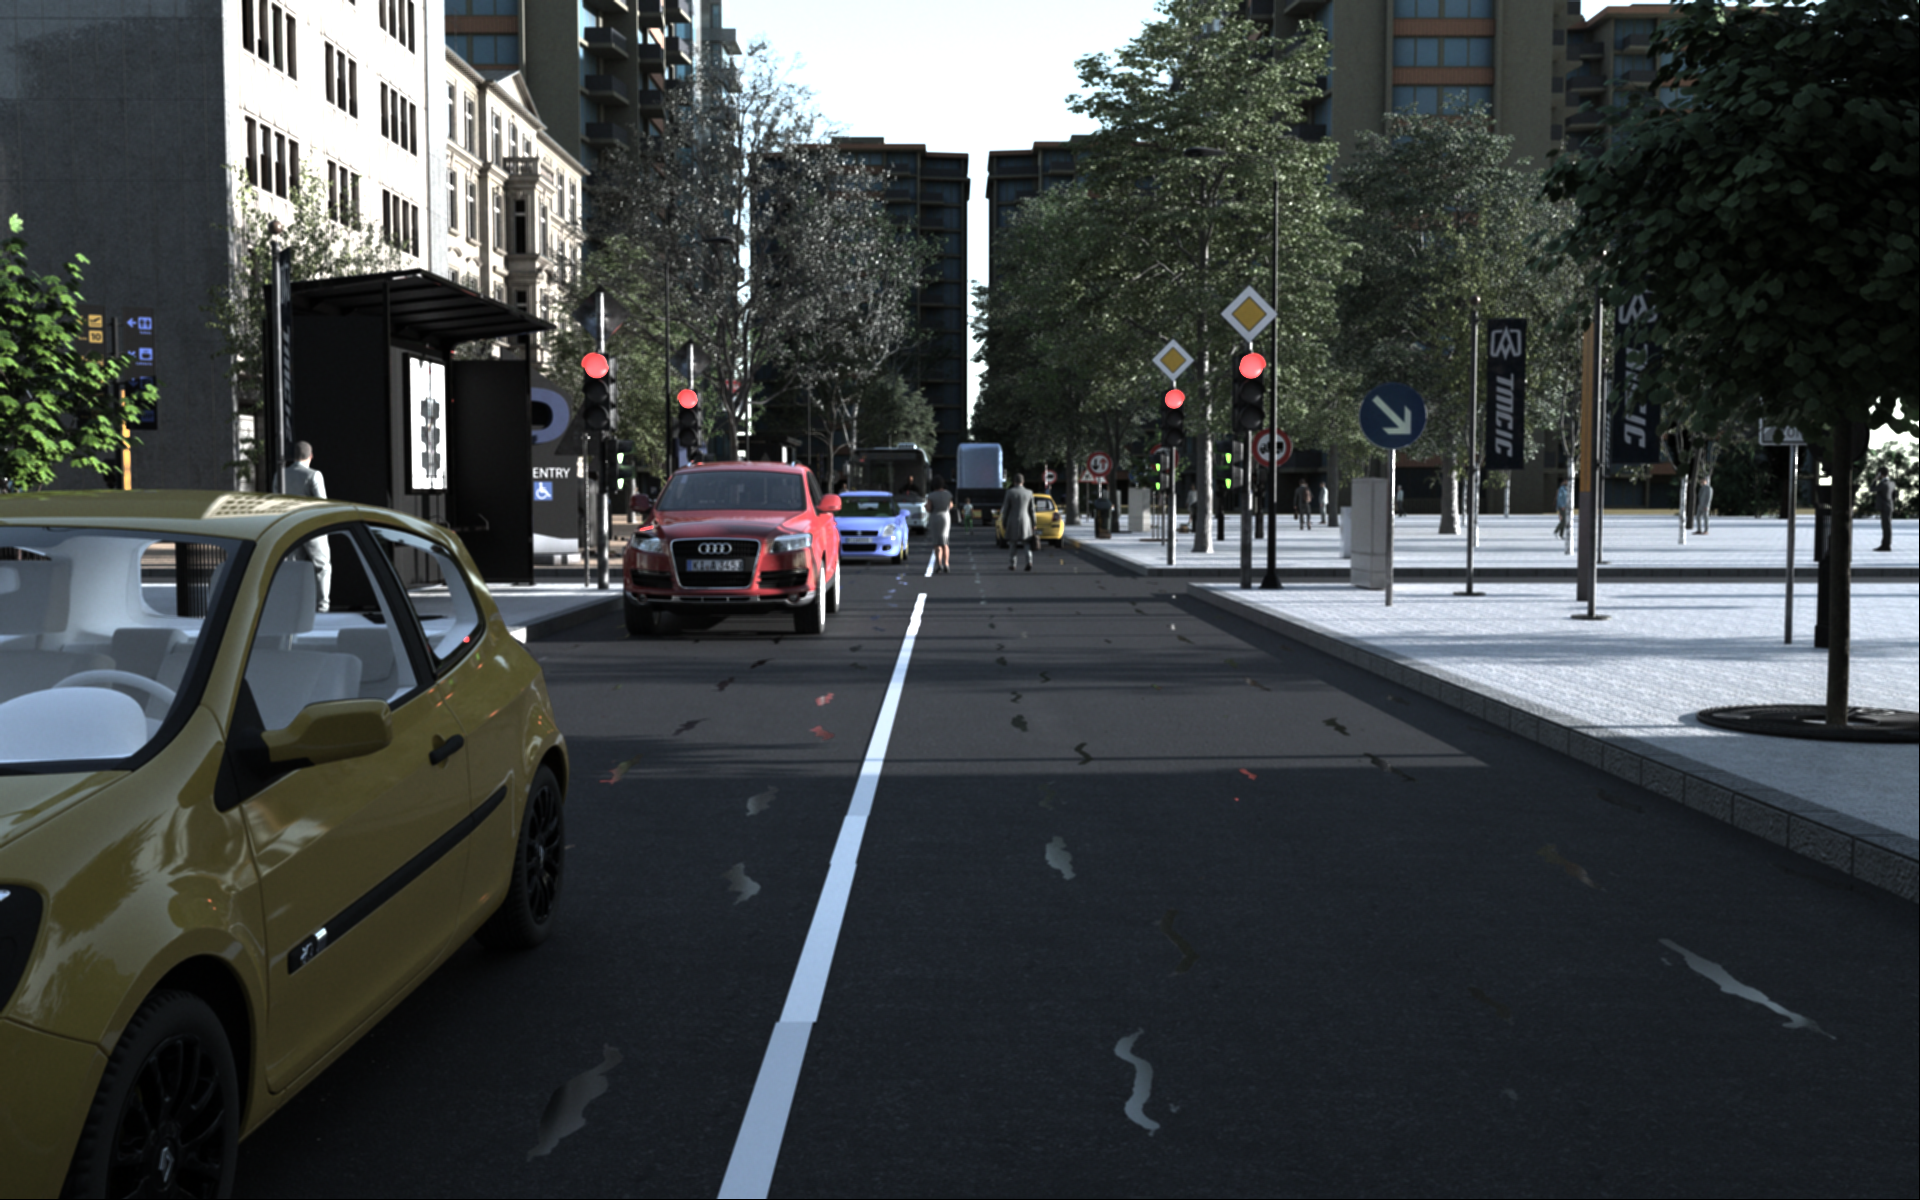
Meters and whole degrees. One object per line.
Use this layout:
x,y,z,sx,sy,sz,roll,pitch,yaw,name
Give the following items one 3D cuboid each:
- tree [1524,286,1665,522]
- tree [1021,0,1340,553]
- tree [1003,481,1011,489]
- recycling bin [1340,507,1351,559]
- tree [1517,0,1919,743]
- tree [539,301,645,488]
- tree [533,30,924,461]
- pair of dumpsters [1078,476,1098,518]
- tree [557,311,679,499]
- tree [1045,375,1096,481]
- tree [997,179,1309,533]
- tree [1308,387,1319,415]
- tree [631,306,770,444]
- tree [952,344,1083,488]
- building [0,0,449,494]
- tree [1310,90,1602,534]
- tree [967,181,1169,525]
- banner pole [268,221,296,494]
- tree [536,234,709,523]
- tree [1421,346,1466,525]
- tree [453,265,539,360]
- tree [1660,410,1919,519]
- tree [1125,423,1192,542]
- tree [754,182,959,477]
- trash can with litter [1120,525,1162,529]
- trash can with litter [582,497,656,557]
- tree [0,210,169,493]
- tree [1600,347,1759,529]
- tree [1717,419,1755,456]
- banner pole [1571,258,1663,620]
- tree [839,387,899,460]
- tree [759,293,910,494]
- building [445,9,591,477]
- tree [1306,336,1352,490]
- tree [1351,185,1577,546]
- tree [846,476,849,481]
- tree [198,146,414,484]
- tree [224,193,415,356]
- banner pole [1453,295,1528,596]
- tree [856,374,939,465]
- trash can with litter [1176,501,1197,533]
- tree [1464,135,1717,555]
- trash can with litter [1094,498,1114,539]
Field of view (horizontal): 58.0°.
29.311,-9.479,80.743,9.928,11.665,9.643,0,3,0,tree
5.223,-7.343,38.185,7.486,12.596,7.792,0,3,0,tree
3.638,-12.195,183.095,4.285,4.588,4.351,0,3,0,tree
7.969,-1.342,34.494,0.722,1.027,0.722,0,4,6,recycling bin
4.837,-1.581,9.556,4.285,4.588,4.351,0,3,0,tree
-13.263,-6.874,62.752,4.360,8.622,3.978,0,3,0,tree
-6.060,-8.319,46.389,12.009,13.543,11.850,0,3,0,tree
6.680,-5.546,93.172,1.574,2.255,4.437,0,4,0,pair of dumpsters
-13.797,-7.235,68.653,4.737,8.622,4.395,0,3,0,tree
6.664,-9.212,100.974,4.737,8.622,4.395,0,3,0,tree
5.042,-8.022,56.914,9.928,11.665,9.643,0,3,0,tree
13.285,-10.018,89.546,9.928,11.665,9.643,0,3,0,tree
-14.004,-10.209,92.679,9.928,11.665,9.643,0,3,0,tree
4.679,-12.923,128.297,9.611,12.733,9.660,0,3,0,tree
-25.052,-14.469,54.588,12.078,24.808,19.932,0,4,0,building
15.850,-9.096,55.381,9.857,13.997,8.962,0,3,0,tree
4.660,-10.038,70.782,9.857,13.997,8.962,0,3,0,tree
-6.147,-1.575,15.769,0.401,3.779,0.863,-2,4,-32,banner pole
-14.942,-9.668,76.200,7.486,12.596,7.792,0,3,0,tree
20.608,-7.377,70.980,4.360,8.622,3.978,0,3,0,tree
-16.410,-6.491,56.489,4.360,8.622,3.978,0,3,0,tree
44.573,-11.783,94.467,13.155,14.587,18.604,-2,4,-29,tree
5.278,-3.217,47.200,1.663,3.219,1.824,0,3,0,tree
-7.026,-15.249,105.211,12.611,20.169,13.585,0,3,0,tree
6.936,-3.304,65.071,1.678,1.210,2.233,-1,4,-15,trash can with litter
-7.288,-1.519,35.894,1.678,1.210,2.233,-1,4,-19,trash can with litter
-6.351,-1.060,11.926,1.663,3.219,1.824,0,3,0,tree
26.659,-7.838,62.558,8.767,10.594,7.601,-1,4,-11,tree
18.625,-5.757,44.496,4.360,8.622,3.978,0,3,0,tree
6.689,-1.686,17.580,0.863,3.779,0.401,2,4,33,banner pole
-6.098,-10.222,117.497,4.360,8.622,3.978,0,3,0,tree
-5.810,-8.904,79.989,7.601,10.594,8.767,0,4,-1,tree
-26.553,-16.072,81.862,14.460,24.649,34.723,0,4,0,building
17.813,-7.828,78.350,4.737,8.622,4.395,0,3,0,tree
12.865,-5.628,42.387,4.737,8.622,4.395,0,3,0,tree
-6.883,-8.988,130.662,4.285,4.588,4.351,0,3,0,tree
-14.412,-5.319,37.323,4.737,8.622,4.395,0,3,0,tree
-15.072,-5.591,41.771,4.360,8.622,3.978,0,3,0,tree
6.691,-1.945,21.818,0.863,3.779,0.401,1,4,20,banner pole
-6.423,-16.560,177.403,9.857,13.997,8.962,0,3,0,tree
7.656,-2.789,56.981,1.055,1.170,0.624,-1,4,-15,trash can with litter
13.157,-5.266,36.459,4.360,8.622,3.978,0,3,0,tree
4.197,-2.354,49.879,0.624,1.170,1.055,0,4,-4,trash can with litter
